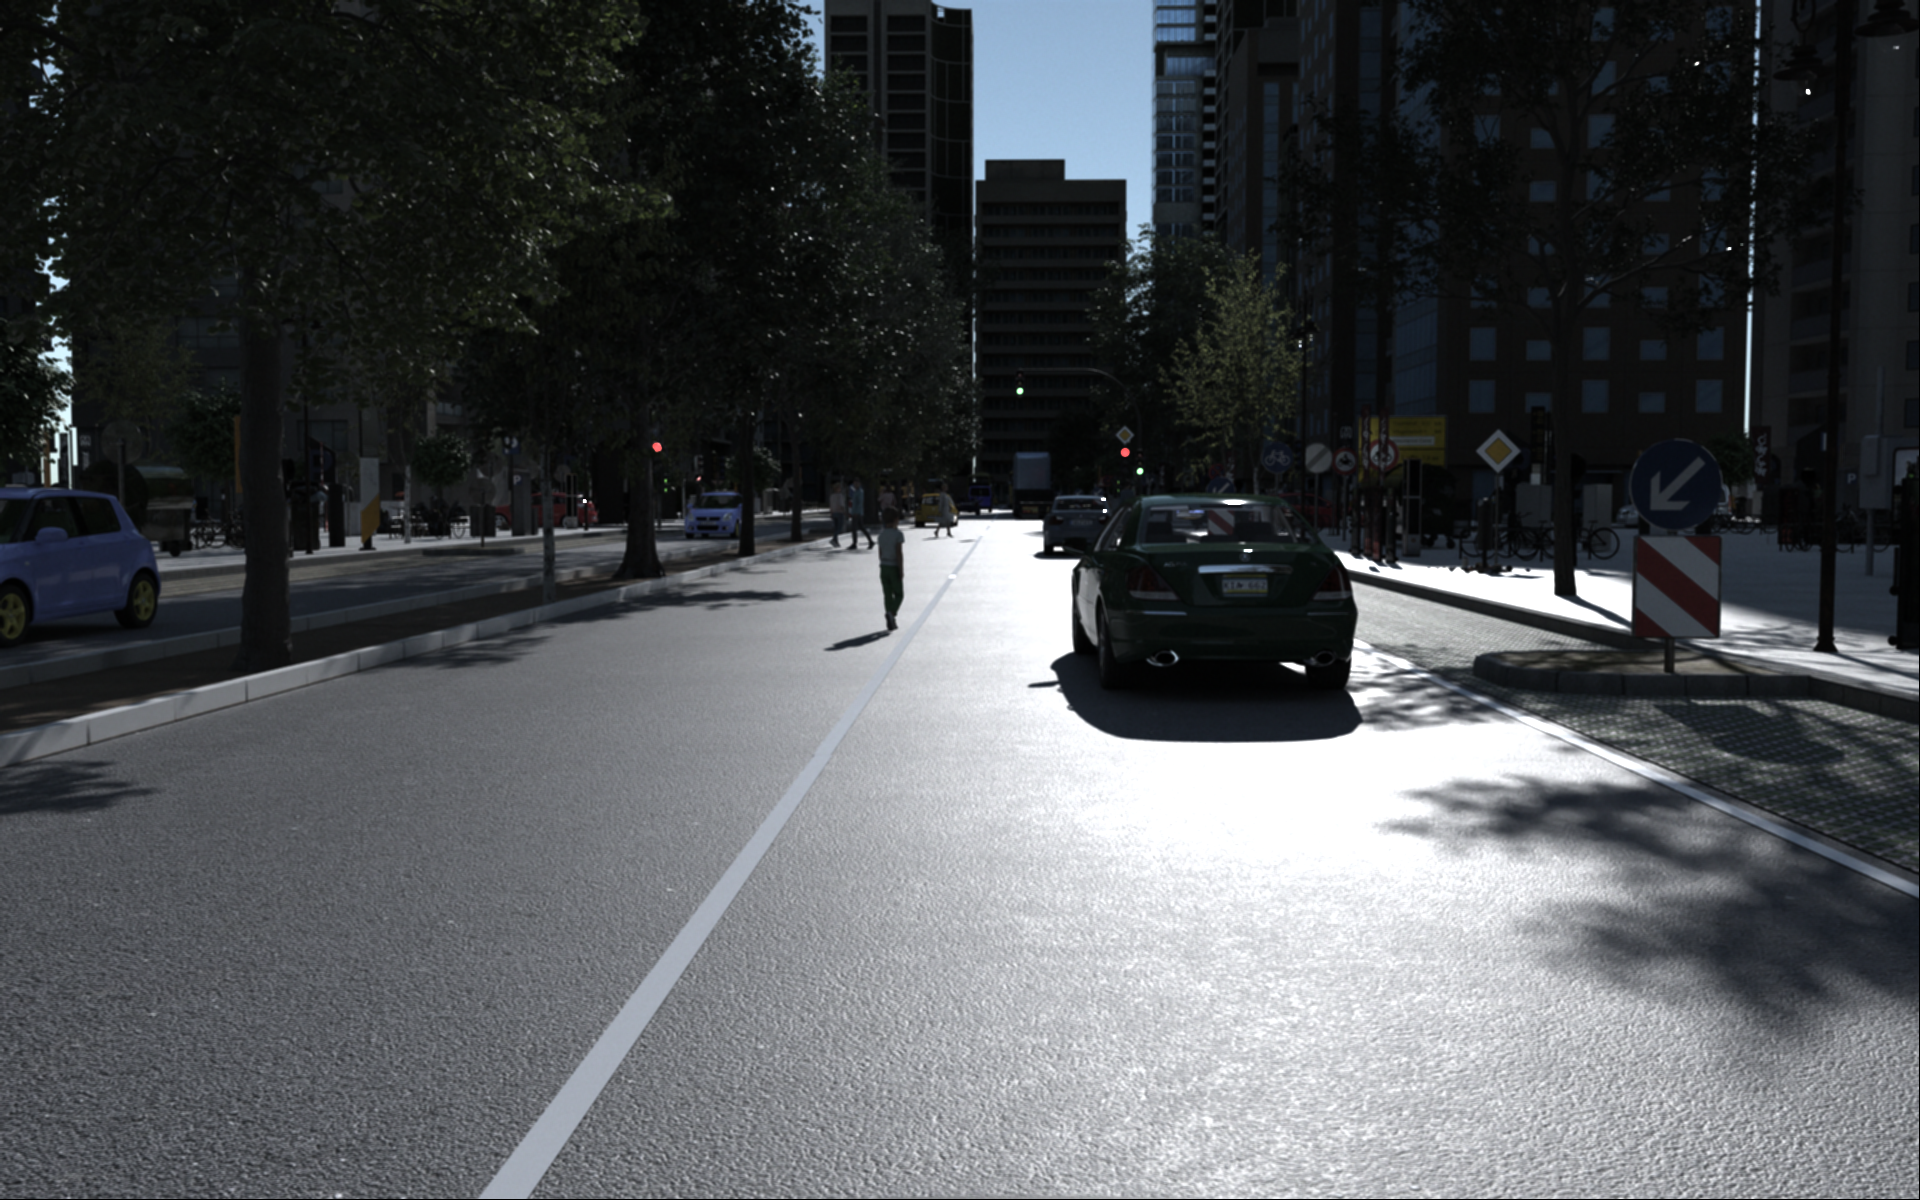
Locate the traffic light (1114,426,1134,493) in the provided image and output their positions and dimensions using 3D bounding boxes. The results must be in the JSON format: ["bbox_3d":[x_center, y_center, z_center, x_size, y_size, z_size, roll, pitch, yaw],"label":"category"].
[{"bbox_3d":[6.726,-5.017,70.950,0.839,4.253,0.868,0,4,2],"label":"traffic light"}]

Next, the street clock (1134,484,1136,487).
[{"bbox_3d":[12.767,-7.389,125.386,0.471,2.002,0.358,0,4,-1],"label":"street clock"}]

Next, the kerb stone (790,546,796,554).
[{"bbox_3d":[-4.093,-1.161,41.185,0.120,0.150,1.000,0,4,2],"label":"kerb stone"}]

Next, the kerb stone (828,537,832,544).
[{"bbox_3d":[-3.841,-1.663,49.379,0.120,0.150,1.000,0,4,2],"label":"kerb stone"}]

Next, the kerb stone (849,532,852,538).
[{"bbox_3d":[-3.654,-2.037,55.519,0.120,0.150,1.000,0,4,2],"label":"kerb stone"}]

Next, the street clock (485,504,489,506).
[{"bbox_3d":[-24.139,-5.127,88.391,0.358,2.002,0.471,3,5,44],"label":"street clock"}]

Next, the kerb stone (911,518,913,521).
[{"bbox_3d":[-2.649,-4.073,88.786,0.120,0.150,1.000,0,4,2],"label":"kerb stone"}]

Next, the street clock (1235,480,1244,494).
[{"bbox_3d":[14.682,-5.302,91.263,0.471,2.002,0.358,2,4,34],"label":"street clock"}]

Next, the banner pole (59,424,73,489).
[{"bbox_3d":[-32.091,-4.421,62.302,0.863,3.779,0.401,2,4,27],"label":"banner pole"}]

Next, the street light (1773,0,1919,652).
[{"bbox_3d":[7.065,-2.518,13.959,0.468,5.910,1.993,0,4,2],"label":"street light"}]

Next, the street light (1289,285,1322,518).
[{"bbox_3d":[7.662,-4.023,38.559,0.468,5.910,1.993,0,4,2],"label":"street light"}]

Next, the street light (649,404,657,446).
[{"bbox_3d":[-12.802,-6.054,71.765,0.468,5.910,1.993,0,4,2],"label":"street light"}]

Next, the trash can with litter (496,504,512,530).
[{"bbox_3d":[-15.951,-3.080,61.751,1.055,1.170,0.624,-3,5,-42],"label":"trash can with litter"}]

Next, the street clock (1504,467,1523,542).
[{"bbox_3d":[14.889,-2.574,46.659,0.471,2.002,0.358,-2,4,-28],"label":"street clock"}]

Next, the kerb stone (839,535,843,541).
[{"bbox_3d":[-3.739,-1.850,52.449,0.120,0.150,1.000,0,4,2],"label":"kerb stone"}]

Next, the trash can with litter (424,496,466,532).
[{"bbox_3d":[-18.215,-2.980,59.786,1.678,1.210,2.233,-3,5,-42],"label":"trash can with litter"}]

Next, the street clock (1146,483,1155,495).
[{"bbox_3d":[10.946,-5.798,99.369,0.471,2.002,0.358,2,4,35],"label":"street clock"}]

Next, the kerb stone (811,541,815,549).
[{"bbox_3d":[-3.972,-1.412,45.285,0.120,0.150,1.000,0,4,2],"label":"kerb stone"}]

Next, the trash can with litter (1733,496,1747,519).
[{"bbox_3d":[40.155,-4.755,89.138,0.624,1.170,1.055,2,4,29],"label":"trash can with litter"}]

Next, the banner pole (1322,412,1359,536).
[{"bbox_3d":[11.710,-3.866,53.232,0.863,3.779,0.401,-1,4,-13],"label":"banner pole"}]

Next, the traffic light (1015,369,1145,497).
[{"bbox_3d":[4.391,-5.396,62.890,4.771,5.953,1.251,0,4,2],"label":"traffic light"}]

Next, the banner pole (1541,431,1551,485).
[{"bbox_3d":[20.354,-4.294,60.223,0.401,3.779,0.863,3,5,44],"label":"banner pole"}]

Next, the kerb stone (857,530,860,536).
[{"bbox_3d":[-3.565,-2.224,58.590,0.120,0.150,1.000,0,4,2],"label":"kerb stone"}]

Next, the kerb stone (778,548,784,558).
[{"bbox_3d":[-4.149,-1.036,39.128,0.120,0.150,1.000,0,4,2],"label":"kerb stone"}]

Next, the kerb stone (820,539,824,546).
[{"bbox_3d":[-3.901,-1.531,47.328,0.120,0.150,1.000,0,4,2],"label":"kerb stone"}]

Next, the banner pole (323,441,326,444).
[{"bbox_3d":[-30.184,-5.644,82.300,0.401,3.779,0.863,-1,4,-12],"label":"banner pole"}]

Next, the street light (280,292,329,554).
[{"bbox_3d":[-13.884,-3.914,36.780,0.468,5.910,1.993,0,4,2],"label":"street light"}]

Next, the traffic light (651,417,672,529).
[{"bbox_3d":[-11.019,-4.560,63.479,0.839,4.253,0.868,0,4,2],"label":"traffic light"}]

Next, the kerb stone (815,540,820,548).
[{"bbox_3d":[-3.933,-1.475,46.307,0.120,0.150,1.000,0,4,2],"label":"kerb stone"}]

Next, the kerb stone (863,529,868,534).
[{"bbox_3d":[-3.474,-2.413,61.669,0.120,0.150,1.000,0,4,2],"label":"kerb stone"}]

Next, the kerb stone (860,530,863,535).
[{"bbox_3d":[-3.528,-2.282,59.612,0.120,0.150,1.000,0,4,2],"label":"kerb stone"}]

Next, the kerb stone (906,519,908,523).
[{"bbox_3d":[-2.774,-3.820,84.685,0.120,0.150,1.000,0,4,2],"label":"kerb stone"}]

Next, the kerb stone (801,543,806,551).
[{"bbox_3d":[-4.025,-1.287,43.235,0.120,0.150,1.000,0,4,2],"label":"kerb stone"}]

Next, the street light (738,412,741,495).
[{"bbox_3d":[-12.170,-7.537,96.025,0.468,5.910,1.993,0,4,2],"label":"street light"}]

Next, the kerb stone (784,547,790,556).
[{"bbox_3d":[-4.119,-1.099,40.159,0.120,0.150,1.000,0,4,2],"label":"kerb stone"}]

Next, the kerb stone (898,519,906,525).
[{"bbox_3d":[-2.810,-3.760,83.664,0.120,0.150,1.000,0,4,2],"label":"kerb stone"}]

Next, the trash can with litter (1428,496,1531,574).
[{"bbox_3d":[8.568,-1.076,28.654,1.678,1.210,2.233,1,4,18],"label":"trash can with litter"}]

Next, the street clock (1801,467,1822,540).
[{"bbox_3d":[22.699,-2.549,46.242,0.358,2.002,0.471,-2,4,-25],"label":"street clock"}]

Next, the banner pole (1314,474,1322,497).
[{"bbox_3d":[20.426,-6.634,98.476,0.863,3.779,0.401,-2,4,-31],"label":"banner pole"}]

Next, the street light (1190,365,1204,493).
[{"bbox_3d":[8.568,-5.480,62.381,0.468,5.910,1.993,0,4,2],"label":"street light"}]

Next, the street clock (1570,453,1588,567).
[{"bbox_3d":[10.822,-1.594,30.633,0.471,2.002,0.358,2,4,28],"label":"street clock"}]

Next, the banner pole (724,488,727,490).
[{"bbox_3d":[-19.420,-9.337,142.680,0.863,3.779,0.401,3,5,43],"label":"banner pole"}]

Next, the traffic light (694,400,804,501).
[{"bbox_3d":[-8.684,-5.918,71.433,4.771,5.953,1.251,0,4,2],"label":"traffic light"}]

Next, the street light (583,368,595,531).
[{"bbox_3d":[-13.158,-5.382,60.790,0.468,5.910,1.993,0,4,2],"label":"street light"}]

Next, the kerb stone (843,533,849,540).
[{"bbox_3d":[-3.685,-1.972,54.497,0.120,0.150,1.000,0,4,2],"label":"kerb stone"}]

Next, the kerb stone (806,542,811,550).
[{"bbox_3d":[-3.994,-1.350,44.264,0.120,0.150,1.000,0,4,2],"label":"kerb stone"}]

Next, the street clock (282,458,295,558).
[{"bbox_3d":[-13.502,-1.841,34.676,0.358,2.002,0.471,0,4,2],"label":"street clock"}]

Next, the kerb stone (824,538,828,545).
[{"bbox_3d":[-3.874,-1.600,48.350,0.120,0.150,1.000,0,4,2],"label":"kerb stone"}]

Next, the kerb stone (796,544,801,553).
[{"bbox_3d":[-4.054,-1.224,42.214,0.120,0.150,1.000,0,4,2],"label":"kerb stone"}]

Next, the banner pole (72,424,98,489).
[{"bbox_3d":[-31.181,-4.410,62.126,0.401,3.779,0.863,2,4,35],"label":"banner pole"}]

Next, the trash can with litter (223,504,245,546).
[{"bbox_3d":[-17.953,-1.963,43.490,0.624,1.170,1.055,1,4,18],"label":"trash can with litter"}]

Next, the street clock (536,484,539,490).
[{"bbox_3d":[-26.639,-6.382,108.908,0.358,2.002,0.471,0,4,4],"label":"street clock"}]

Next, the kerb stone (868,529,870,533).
[{"bbox_3d":[-3.440,-2.477,62.690,0.120,0.150,1.000,0,4,2],"label":"kerb stone"}]
